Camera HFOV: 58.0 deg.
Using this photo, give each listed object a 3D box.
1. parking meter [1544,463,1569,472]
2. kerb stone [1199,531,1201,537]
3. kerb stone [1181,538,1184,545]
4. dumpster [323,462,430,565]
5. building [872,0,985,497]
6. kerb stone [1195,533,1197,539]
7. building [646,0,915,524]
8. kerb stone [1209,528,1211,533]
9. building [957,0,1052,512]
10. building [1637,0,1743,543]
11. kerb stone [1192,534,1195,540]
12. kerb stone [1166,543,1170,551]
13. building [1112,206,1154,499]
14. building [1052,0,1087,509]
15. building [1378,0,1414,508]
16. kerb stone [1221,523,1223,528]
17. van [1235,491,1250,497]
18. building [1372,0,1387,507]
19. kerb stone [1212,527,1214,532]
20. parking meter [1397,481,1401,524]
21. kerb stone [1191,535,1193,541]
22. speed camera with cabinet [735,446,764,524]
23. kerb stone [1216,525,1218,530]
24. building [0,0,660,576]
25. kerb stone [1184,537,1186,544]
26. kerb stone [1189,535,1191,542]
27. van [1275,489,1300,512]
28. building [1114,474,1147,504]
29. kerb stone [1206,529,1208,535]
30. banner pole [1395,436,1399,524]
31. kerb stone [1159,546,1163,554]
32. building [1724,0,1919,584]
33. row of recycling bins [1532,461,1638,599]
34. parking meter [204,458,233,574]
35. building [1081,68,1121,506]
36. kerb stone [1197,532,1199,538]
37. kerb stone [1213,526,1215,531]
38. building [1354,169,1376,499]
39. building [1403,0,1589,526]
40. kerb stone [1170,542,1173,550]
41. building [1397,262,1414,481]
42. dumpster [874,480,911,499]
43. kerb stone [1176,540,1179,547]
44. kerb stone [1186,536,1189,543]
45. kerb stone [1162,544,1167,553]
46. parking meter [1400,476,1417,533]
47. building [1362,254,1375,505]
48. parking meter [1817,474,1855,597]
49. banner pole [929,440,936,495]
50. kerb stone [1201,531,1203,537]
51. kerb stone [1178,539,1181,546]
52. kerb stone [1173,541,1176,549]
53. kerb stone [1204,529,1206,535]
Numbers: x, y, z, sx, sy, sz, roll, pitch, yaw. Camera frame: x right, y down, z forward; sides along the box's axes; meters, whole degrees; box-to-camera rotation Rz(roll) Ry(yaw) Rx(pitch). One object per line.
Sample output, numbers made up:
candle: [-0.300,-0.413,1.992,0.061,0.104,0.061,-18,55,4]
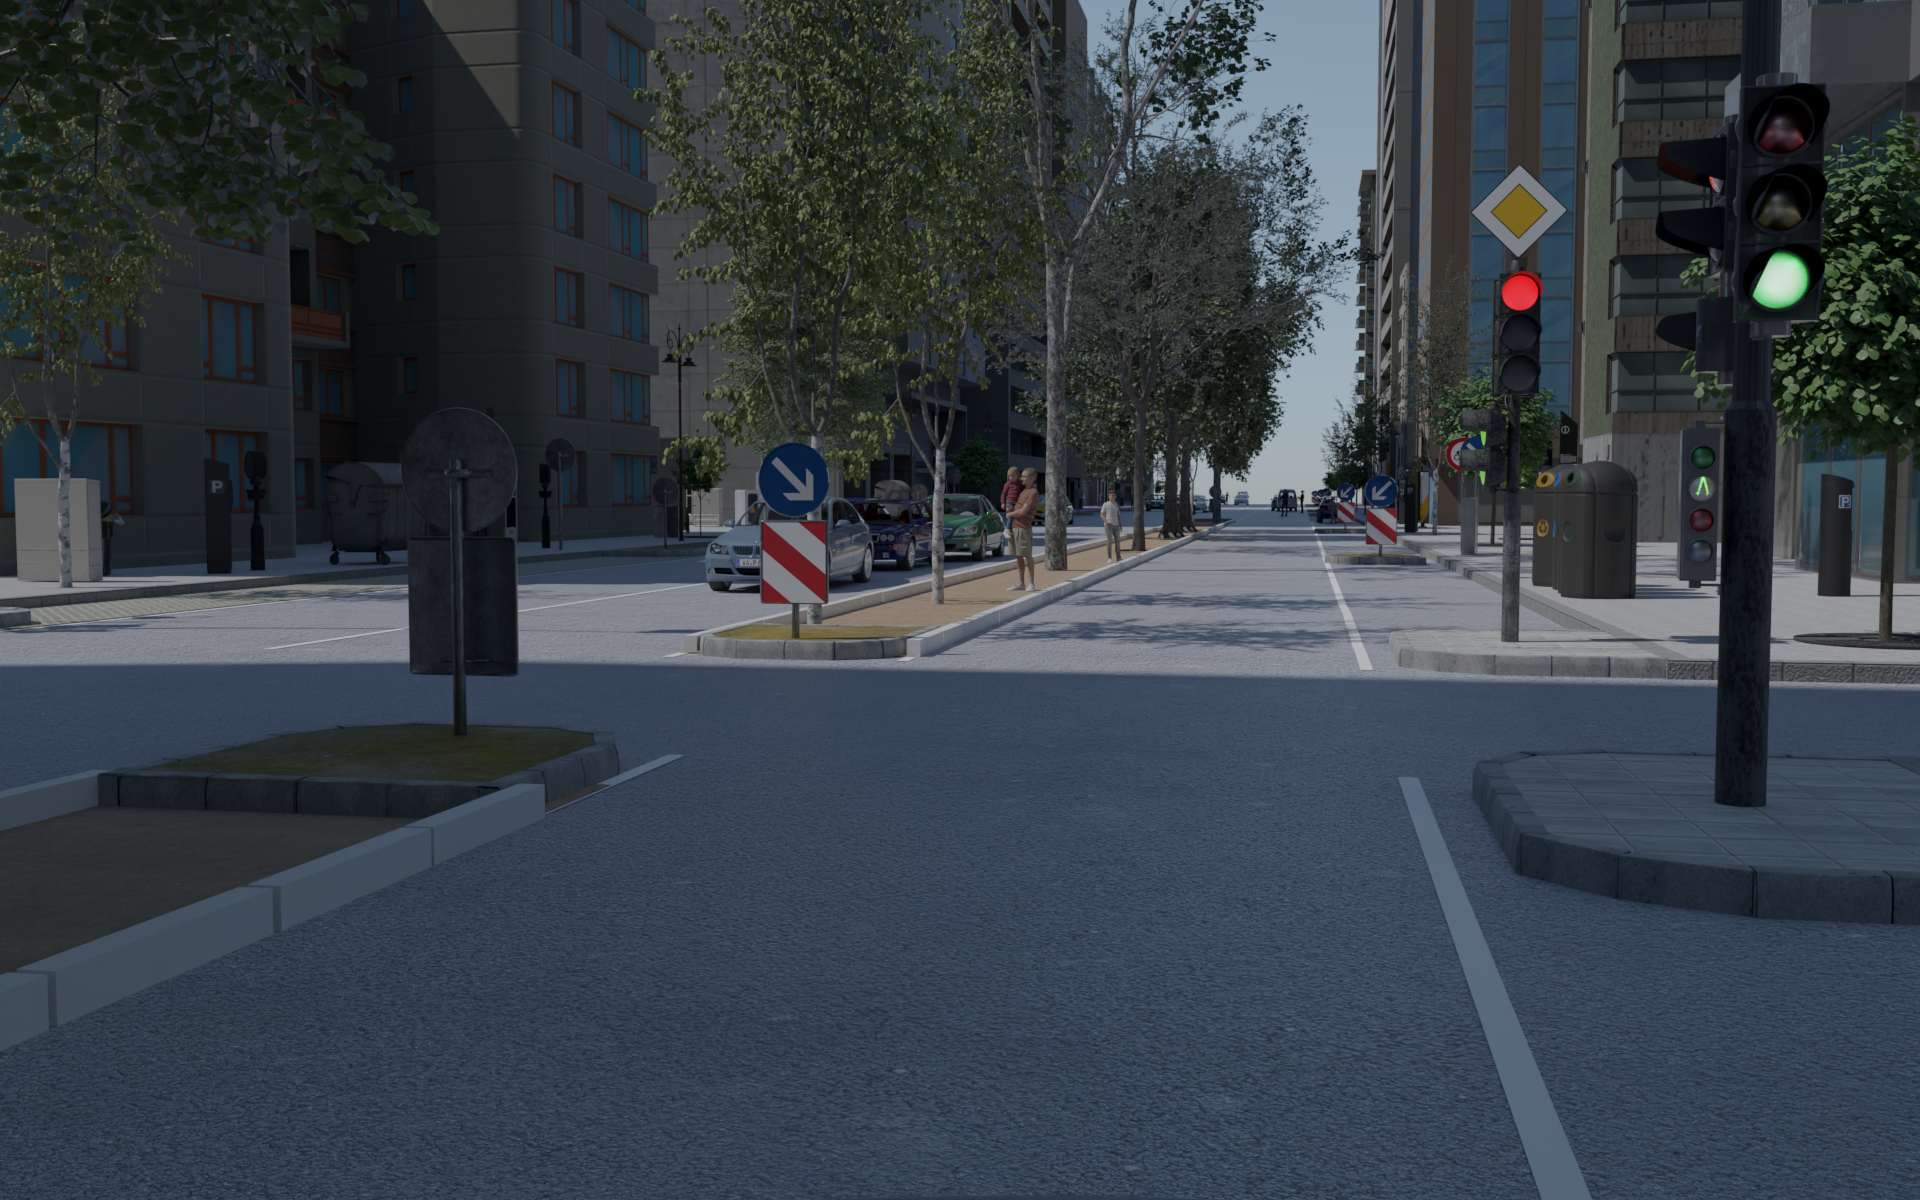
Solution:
parking meter: [11.178,-1.637,32.474,0.399,1.863,0.255,3,4,38]
kerb stone: [7.620,-2.066,55.968,0.120,0.150,1.000,1,4,11]
kerb stone: [6.032,-1.574,47.926,0.120,0.150,1.000,1,4,11]
dumpster: [-10.719,-1.600,31.922,1.264,1.857,1.865,1,4,11]
building: [-13.510,-31.810,109.333,28.713,52.752,27.495,1,4,11]
kerb stone: [7.218,-1.943,53.956,0.120,0.150,1.000,1,4,11]
building: [-13.148,-39.444,83.163,20.563,71.187,20.611,1,4,11]
kerb stone: [8.800,-2.435,62.012,0.120,0.150,1.000,1,4,11]
building: [-5.027,-31.136,132.767,21.300,48.544,21.600,1,4,11]
building: [25.420,-17.041,50.326,14.160,30.474,14.107,1,4,11]
kerb stone: [7.015,-1.881,52.952,0.120,0.150,1.000,1,4,11]
kerb stone: [5.048,-1.266,42.887,0.120,0.150,1.000,1,4,11]
building: [19.408,-34.026,239.912,14.154,41.232,14.086,1,4,11]
building: [3.185,-30.541,149.463,14.600,45.320,14.200,1,4,11]
building: [46.944,-31.937,145.877,21.300,48.544,21.600,1,4,11]
kerb stone: [10.586,-2.985,71.058,0.120,0.150,1.000,1,4,11]
van: [39.088,-14.218,239.470,2.013,2.044,4.112,1,4,12]
building: [55.241,-39.349,185.360,21.231,58.520,28.212,1,4,11]
kerb stone: [9.201,-2.554,64.022,0.120,0.150,1.000,1,4,11]
parking meter: [18.762,-4.138,73.370,0.255,1.863,0.399,2,4,24]
kerb stone: [6.819,-1.817,51.944,0.120,0.150,1.000,1,4,11]
speed camera with cabinet: [-8.261,-4.635,70.124,0.660,3.252,2.038,2,4,31]
kerb stone: [9.797,-2.737,67.045,0.120,0.150,1.000,1,4,11]
building: [-25.818,-12.085,42.636,27.650,21.520,28.899,1,4,11]
kerb stone: [6.226,-1.632,48.930,0.120,0.150,1.000,1,4,11]
kerb stone: [6.622,-1.758,50.941,0.120,0.150,1.000,1,4,11]
van: [26.916,-8.282,142.428,2.013,2.044,4.112,1,4,11]
building: [7.360,-32.442,222.304,32.217,40.220,23.993,1,4,11]
kerb stone: [8.406,-2.312,59.990,0.120,0.150,1.000,1,4,11]
banner pole: [18.850,-5.177,74.655,0.401,3.779,0.863,1,4,21]
kerb stone: [4.640,-1.138,40.868,0.120,0.150,1.000,1,4,11]
building: [27.893,-24.807,25.210,30.456,49.044,23.786,1,4,11]
row of recycling bins: [8.213,-0.956,22.751,1.069,1.692,3.534,1,4,11]
parking meter: [-11.922,-1.356,27.886,0.399,1.863,0.255,-1,4,-17]
building: [6.059,-35.167,194.596,23.786,49.044,30.456,1,4,11]
kerb stone: [7.417,-2.004,54.960,0.120,0.150,1.000,1,4,11]
kerb stone: [9.392,-2.614,65.026,0.120,0.150,1.000,1,4,11]
building: [63.379,-35.042,227.566,22.147,44.769,28.867,1,4,11]
building: [26.819,-25.903,73.621,14.600,45.320,14.200,1,4,11]
kerb stone: [5.232,-1.324,43.894,0.120,0.150,1.000,1,4,11]
building: [45.735,-16.894,121.255,27.650,21.520,28.899,1,4,11]
dumpster: [-2.833,-4.064,72.199,1.264,1.857,1.865,1,4,11]
kerb stone: [5.629,-1.450,45.901,0.120,0.150,1.000,1,4,11]
kerb stone: [6.424,-1.697,49.937,0.120,0.150,1.000,1,4,11]
kerb stone: [4.842,-1.204,41.877,0.120,0.150,1.000,1,4,11]
parking meter: [14.989,-3.177,57.662,0.399,1.863,0.255,2,4,26]
building: [55.600,-26.665,207.670,14.160,30.474,14.107,1,4,11]
parking meter: [10.993,-0.815,21.739,0.372,1.533,0.369,0,3,0]
banner pole: [-1.198,-5.507,80.061,0.863,3.779,0.401,3,5,42]
kerb stone: [7.807,-2.126,56.973,0.120,0.150,1.000,1,4,11]
kerb stone: [5.830,-1.512,46.915,0.120,0.150,1.000,1,4,11]
kerb stone: [5.434,-1.389,44.898,0.120,0.150,1.000,1,4,11]
kerb stone: [8.206,-2.250,58.978,0.120,0.150,1.000,1,4,11]
